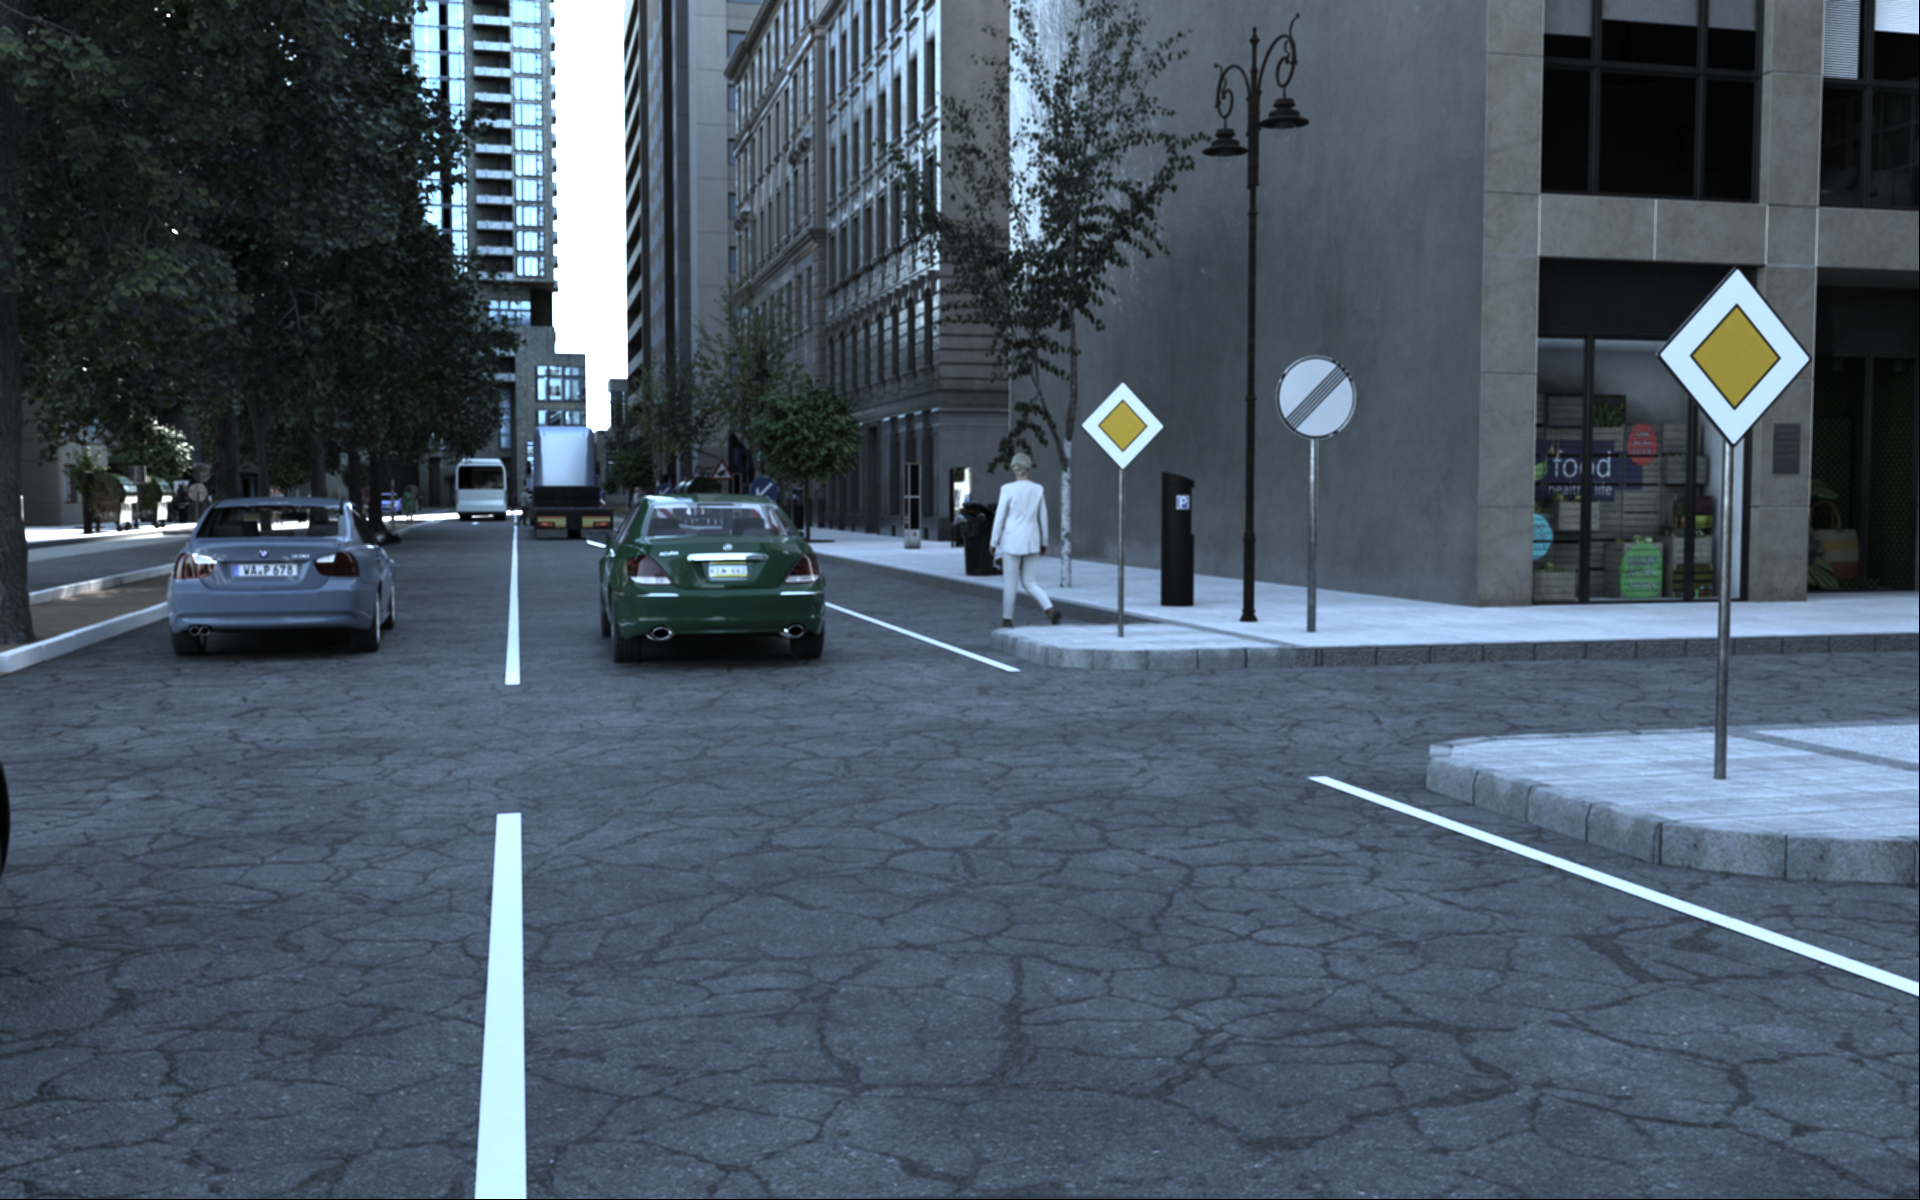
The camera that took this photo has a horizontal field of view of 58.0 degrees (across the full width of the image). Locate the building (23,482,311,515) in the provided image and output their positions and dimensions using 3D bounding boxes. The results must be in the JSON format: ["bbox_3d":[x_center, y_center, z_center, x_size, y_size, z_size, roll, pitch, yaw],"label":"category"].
[{"bbox_3d":[-67.175,-17.856,136.991,28.899,21.520,27.650,-1,4,-14],"label":"building"}]

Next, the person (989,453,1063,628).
[{"bbox_3d":[0.656,-0.548,17.346,0.818,1.842,0.514,3,5,41],"label":"person"}]

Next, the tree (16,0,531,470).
[{"bbox_3d":[-11.893,-6.630,27.870,9.611,12.733,9.660,0,3,0],"label":"tree"}]

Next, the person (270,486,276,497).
[{"bbox_3d":[-31.572,-4.314,79.373,0.599,1.781,0.374,0,4,-2],"label":"person"}]

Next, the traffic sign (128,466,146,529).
[{"bbox_3d":[-29.895,-3.718,62.914,0.606,2.300,0.079,0,4,-7],"label":"traffic sign"}]

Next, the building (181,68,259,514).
[{"bbox_3d":[-54.542,-28.362,113.826,14.600,45.320,14.200,-1,4,-14],"label":"building"}]

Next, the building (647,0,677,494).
[{"bbox_3d":[-16.299,-29.522,132.797,14.600,45.320,14.200,-1,4,-14],"label":"building"}]

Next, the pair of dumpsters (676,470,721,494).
[{"bbox_3d":[-10.681,-4.203,71.213,1.574,2.255,4.437,-1,4,-14],"label":"pair of dumpsters"}]

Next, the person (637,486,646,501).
[{"bbox_3d":[-14.379,-4.248,78.060,0.767,1.812,0.694,1,4,21],"label":"person"}]

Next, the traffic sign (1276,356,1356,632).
[{"bbox_3d":[3.273,-0.976,16.056,0.768,2.556,0.104,-1,4,-9],"label":"traffic sign"}]

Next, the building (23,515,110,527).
[{"bbox_3d":[-47.641,-13.086,58.989,27.650,21.520,28.899,-1,4,-14],"label":"building"}]

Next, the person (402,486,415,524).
[{"bbox_3d":[-26.376,-4.534,82.880,0.600,1.795,0.529,-2,4,-28],"label":"person"}]

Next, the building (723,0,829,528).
[{"bbox_3d":[-2.895,-17.144,77.570,12.463,27.353,25.104,-1,4,-14],"label":"building"}]

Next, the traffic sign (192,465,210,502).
[{"bbox_3d":[-32.921,-4.592,75.188,0.768,2.556,0.104,-1,4,-8],"label":"traffic sign"}]

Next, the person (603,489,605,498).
[{"bbox_3d":[-24.513,-6.744,118.762,0.705,1.824,1.348,0,4,-8],"label":"person"}]

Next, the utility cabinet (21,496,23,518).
[{"bbox_3d":[-30.334,-2.680,54.979,1.020,1.237,0.306,-1,4,-18],"label":"utility cabinet"}]

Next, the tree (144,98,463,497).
[{"bbox_3d":[-14.524,-6.077,36.232,8.767,10.594,7.601,-1,4,-14],"label":"tree"}]

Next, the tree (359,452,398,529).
[{"bbox_3d":[-23.431,-7.247,71.302,4.360,8.622,3.978,0,3,0],"label":"tree"}]

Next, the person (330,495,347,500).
[{"bbox_3d":[-40.349,-6.345,112.251,1.348,1.824,0.705,-3,5,-42],"label":"person"}]

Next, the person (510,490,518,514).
[{"bbox_3d":[-32.271,-7.087,125.286,0.530,1.710,0.541,-1,4,-12],"label":"person"}]

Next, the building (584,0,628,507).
[{"bbox_3d":[-24.094,-53.401,185.769,31.000,86.520,22.319,-1,4,-14],"label":"building"}]

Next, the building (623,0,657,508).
[{"bbox_3d":[-17.825,-32.288,151.605,21.300,48.544,21.600,-1,4,-14],"label":"building"}]

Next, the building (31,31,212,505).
[{"bbox_3d":[-56.396,-30.728,91.638,28.713,52.752,27.495,-1,4,-14],"label":"building"}]

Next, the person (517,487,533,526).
[{"bbox_3d":[-19.403,-4.181,77.339,0.782,1.767,0.515,3,5,42],"label":"person"}]

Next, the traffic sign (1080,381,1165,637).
[{"bbox_3d":[1.440,-0.724,15.478,0.795,2.450,0.064,-1,4,-14],"label":"traffic sign"}]

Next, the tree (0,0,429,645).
[{"bbox_3d":[-9.302,-6.556,16.295,9.857,13.997,8.962,0,3,0],"label":"tree"}]

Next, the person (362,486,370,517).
[{"bbox_3d":[-27.210,-4.341,79.442,0.573,1.828,0.580,1,4,14],"label":"person"}]

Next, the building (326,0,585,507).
[{"bbox_3d":[-55.064,-52.948,178.379,31.000,86.520,22.319,-1,4,-14],"label":"building"}]

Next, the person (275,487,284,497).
[{"bbox_3d":[-29.093,-3.957,73.940,0.466,1.731,0.760,-1,4,-17],"label":"person"}]

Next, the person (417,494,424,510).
[{"bbox_3d":[-47.506,-8.611,152.528,0.697,1.427,0.421,-2,4,-34],"label":"person"}]

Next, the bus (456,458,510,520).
[{"bbox_3d":[-26.771,-6.261,97.228,2.948,3.499,13.247,-1,4,-14],"label":"bus"}]

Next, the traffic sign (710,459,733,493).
[{"bbox_3d":[-8.794,-3.919,64.075,0.884,2.594,0.081,-1,4,-12],"label":"traffic sign"}]

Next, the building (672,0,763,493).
[{"bbox_3d":[-8.068,-34.900,112.612,21.231,58.520,28.212,-1,4,-14],"label":"building"}]

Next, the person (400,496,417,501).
[{"bbox_3d":[-38.943,-6.926,122.454,1.217,1.743,0.721,-1,4,-14],"label":"person"}]

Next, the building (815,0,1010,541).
[{"bbox_3d":[1.721,-12.658,56.113,9.793,20.994,18.267,-1,4,-14],"label":"building"}]

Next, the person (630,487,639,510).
[{"bbox_3d":[-15.547,-4.551,83.387,0.782,1.767,0.515,2,4,30],"label":"person"}]

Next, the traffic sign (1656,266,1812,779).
[{"bbox_3d":[3.423,-0.251,7.742,0.795,2.450,0.064,-1,4,-14],"label":"traffic sign"}]

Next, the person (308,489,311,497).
[{"bbox_3d":[-30.626,-4.428,81.902,0.512,1.701,0.522,-1,4,-9],"label":"person"}]

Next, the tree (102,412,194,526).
[{"bbox_3d":[-32.750,-5.275,69.965,4.285,4.588,4.351,0,3,0],"label":"tree"}]

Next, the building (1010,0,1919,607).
[{"bbox_3d":[19.938,-13.930,32.278,34.151,26.468,19.350,-1,4,-14],"label":"building"}]
